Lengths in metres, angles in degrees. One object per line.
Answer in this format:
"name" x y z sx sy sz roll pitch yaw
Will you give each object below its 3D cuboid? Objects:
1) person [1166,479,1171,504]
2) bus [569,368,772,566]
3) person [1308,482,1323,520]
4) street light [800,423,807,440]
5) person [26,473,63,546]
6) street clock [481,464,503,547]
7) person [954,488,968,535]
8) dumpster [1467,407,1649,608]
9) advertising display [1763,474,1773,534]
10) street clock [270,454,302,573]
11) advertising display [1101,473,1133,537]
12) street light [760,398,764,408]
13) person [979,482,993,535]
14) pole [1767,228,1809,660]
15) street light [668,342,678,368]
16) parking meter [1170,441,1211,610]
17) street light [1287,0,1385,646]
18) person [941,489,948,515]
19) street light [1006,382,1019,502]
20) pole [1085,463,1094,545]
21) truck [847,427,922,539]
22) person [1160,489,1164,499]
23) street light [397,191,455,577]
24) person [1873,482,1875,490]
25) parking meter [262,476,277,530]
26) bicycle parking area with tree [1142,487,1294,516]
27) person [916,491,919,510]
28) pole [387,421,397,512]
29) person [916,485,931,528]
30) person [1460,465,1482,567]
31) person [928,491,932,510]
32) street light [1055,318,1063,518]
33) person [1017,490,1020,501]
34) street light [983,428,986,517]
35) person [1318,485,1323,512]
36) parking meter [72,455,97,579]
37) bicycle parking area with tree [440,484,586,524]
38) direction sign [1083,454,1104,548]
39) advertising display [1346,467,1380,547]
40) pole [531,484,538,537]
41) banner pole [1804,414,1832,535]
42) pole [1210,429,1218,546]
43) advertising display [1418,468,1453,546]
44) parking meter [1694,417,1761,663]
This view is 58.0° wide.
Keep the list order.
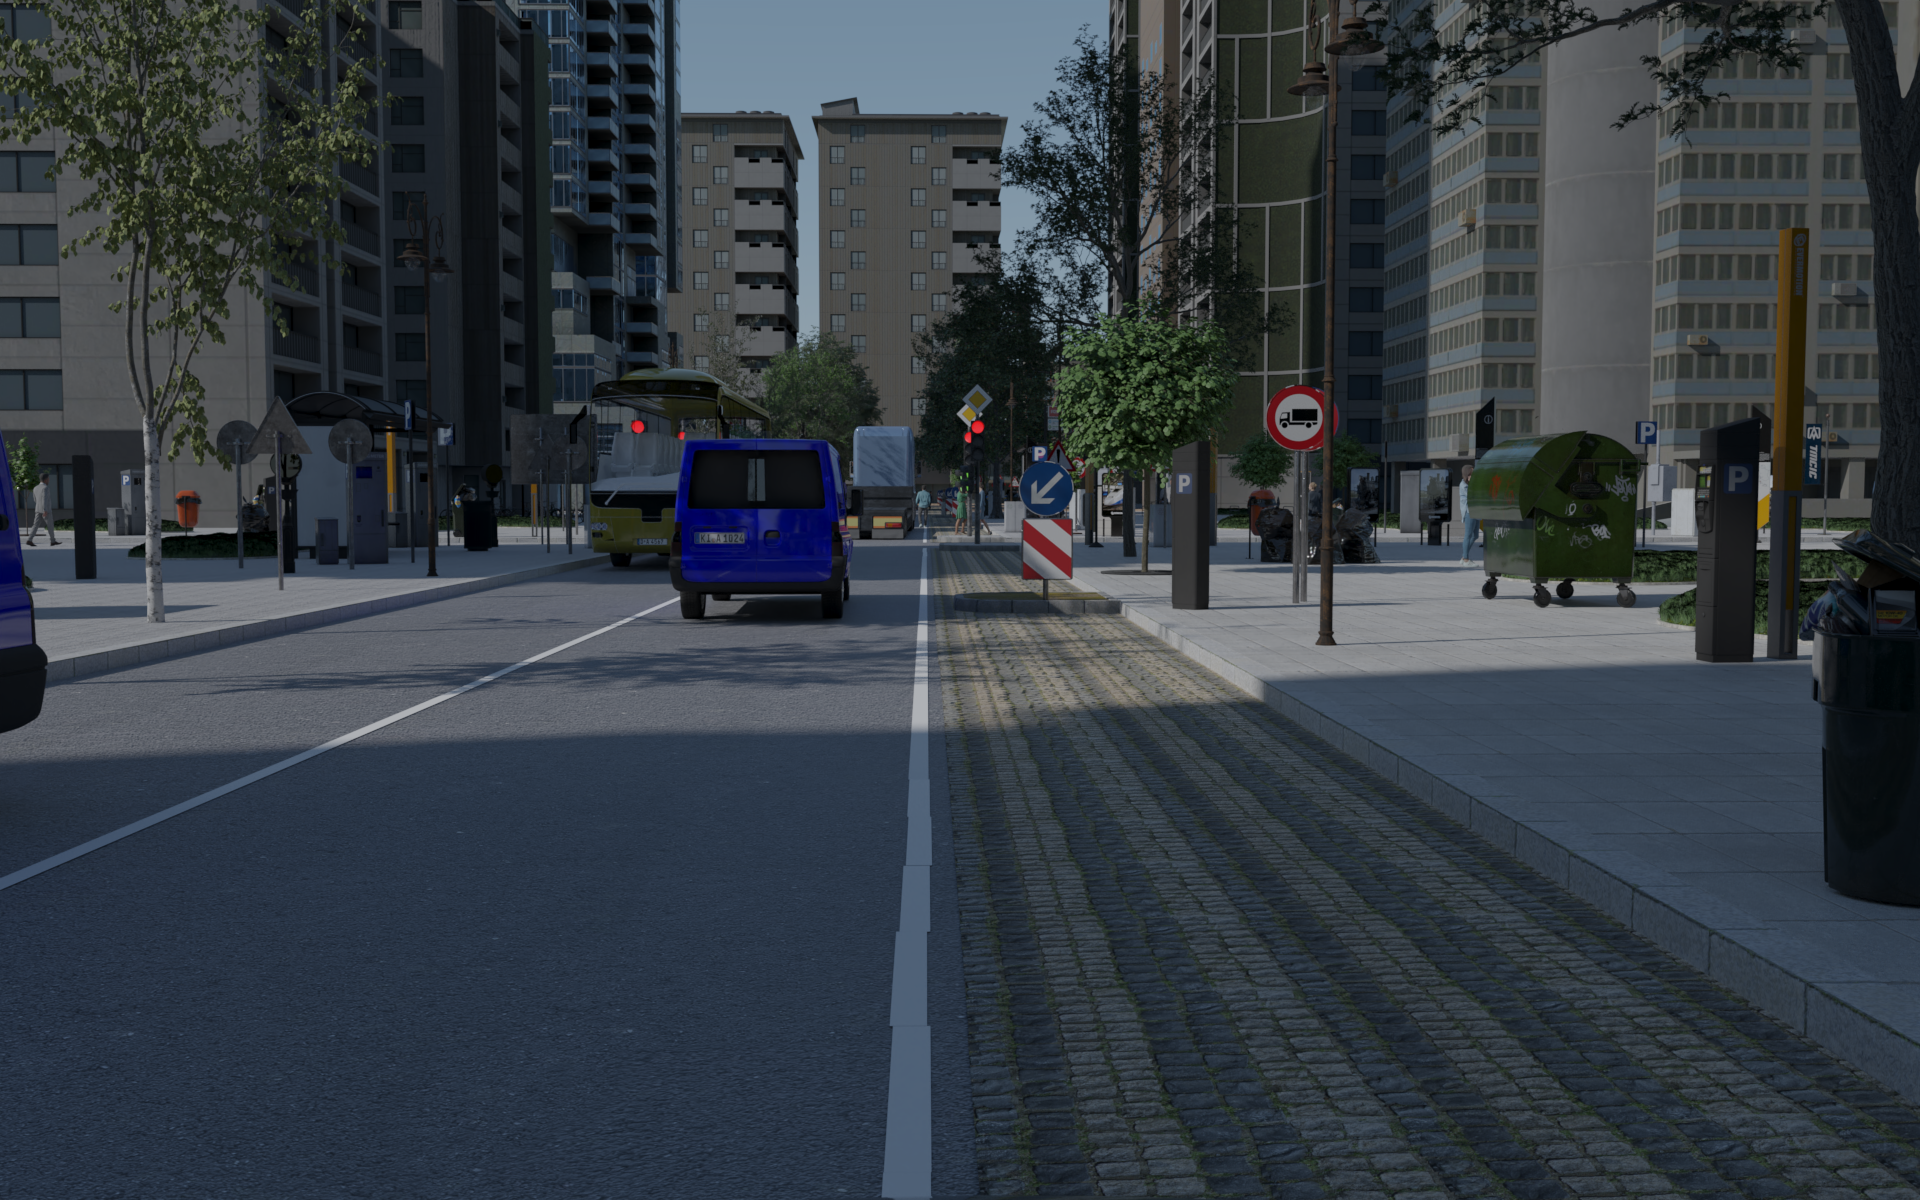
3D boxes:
"person" 6.625 -2.900 53.737 0.678 1.792 0.850 1 4 19
"bus" -5.810 -2.812 37.530 2.896 3.916 12.252 0 4 -2
"person" 10.337 -2.541 50.471 0.576 1.772 0.534 -3 4 -37
"street light" -9.966 -8.405 110.209 0.468 5.910 1.993 0 4 -1
"person" -22.535 -2.215 42.536 0.678 1.792 0.850 2 4 30
"street clock" -11.279 -2.276 41.776 0.358 2.002 0.471 3 5 44
"person" 0.039 -3.183 60.792 0.529 1.795 0.600 -1 4 -22
"dumpster" 6.961 -1.086 20.251 1.502 2.255 1.985 0 4 -1
"advertising display" 26.373 -3.097 55.848 0.123 1.923 0.974 -3 5 -40
"street clock" -10.882 -1.434 28.019 0.471 2.002 0.358 -1 4 -15
"advertising display" 4.712 -2.854 51.879 0.974 1.923 0.123 2 4 25
"street light" -9.297 -6.649 81.495 0.468 5.910 1.993 0 4 -1
"person" 0.732 -2.956 56.862 0.654 1.822 0.581 1 4 12
"pole" 6.412 -1.197 13.410 0.158 3.312 0.155 0 3 0
"street light" -8.715 -4.892 52.779 0.468 5.910 1.993 0 4 -1
"parking meter" 2.564 -0.831 19.290 0.255 1.863 0.399 -3 5 -42
"street light" 3.110 -2.553 14.537 0.468 5.910 1.993 0 4 -1
"person" -0.978 -5.923 105.889 0.362 1.759 0.519 2 4 29
"street light" 2.036 -5.840 68.276 0.468 5.910 1.993 0 4 -1
"pole" 3.256 -3.041 43.572 0.158 3.312 0.155 0 3 0
"truck" -3.005 -4.491 63.189 2.967 4.110 18.799 0 4 0
"person" 8.521 -3.959 70.971 0.606 1.804 0.583 -3 5 -44
"street light" -8.234 -3.307 26.851 0.468 5.910 1.993 0 4 -1
"person" 12.307 -1.016 22.845 0.721 1.800 0.419 -1 4 -15
"parking meter" -21.461 -2.946 53.883 0.399 1.863 0.255 -3 4 -37
"bicycle parking area with tree" 14.327 -6.723 96.917 8.231 4.147 9.016 0 4 6
"person" -3.959 -9.118 158.380 0.445 1.727 0.742 0 4 -2
"pole" -14.698 -3.117 44.800 0.158 3.312 0.155 0 3 0
"person" -1.587 -4.012 74.119 0.660 1.820 0.620 0 4 -8
"person" 9.007 -1.487 30.626 0.793 1.790 0.793 0 4 3
"person" -2.663 -8.959 155.892 0.530 1.710 0.541 2 4 25
"street light" 2.503 -4.321 43.441 0.468 5.910 1.993 0 4 -1
"person" 6.271 -10.986 186.466 0.445 1.727 0.742 1 4 15
"street light" 1.338 -7.612 97.250 0.468 5.910 1.993 0 4 -1
"person" 18.741 -5.088 89.650 0.534 1.772 0.576 1 4 17
"parking meter" -13.237 -1.252 26.182 0.255 1.863 0.399 -1 4 -20
"bicycle parking area with tree" -18.625 -5.485 76.683 9.016 4.147 8.231 1 4 18
"direction sign" 3.281 -3.033 41.591 0.876 3.537 0.379 -3 4 -39
"advertising display" 9.699 -2.232 41.705 0.974 1.923 0.123 -2 4 -31
"pole" -12.708 -3.537 51.671 0.158 3.312 0.155 0 3 0
"banner pole" 26.799 -3.918 54.070 0.863 3.779 0.401 1 4 11
"pole" 6.262 -2.993 42.780 0.158 3.312 0.155 0 3 0
"advertising display" 11.822 -2.316 43.084 0.123 1.923 0.974 -2 4 -33
"parking meter" 5.852 -0.460 13.236 0.399 1.863 0.255 0 4 -5
